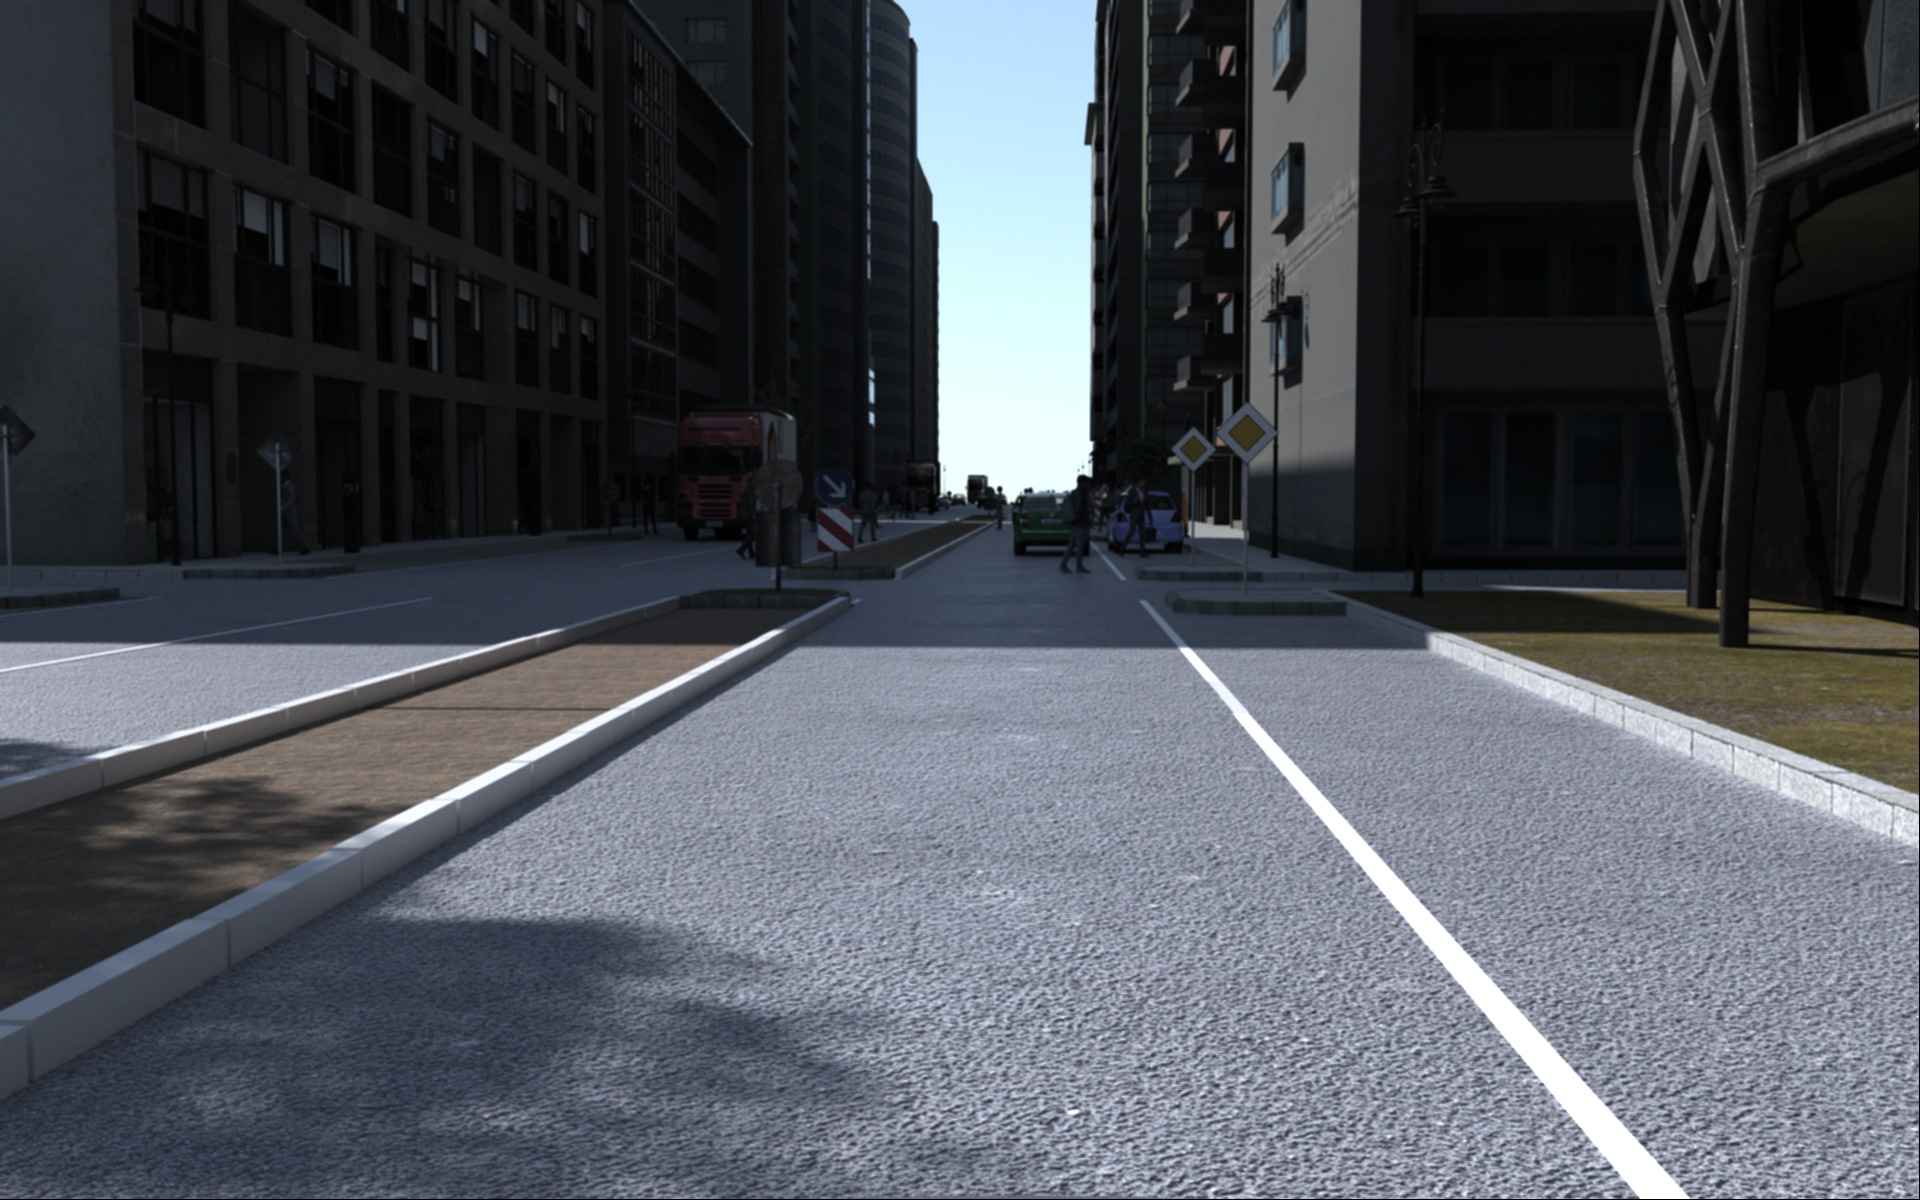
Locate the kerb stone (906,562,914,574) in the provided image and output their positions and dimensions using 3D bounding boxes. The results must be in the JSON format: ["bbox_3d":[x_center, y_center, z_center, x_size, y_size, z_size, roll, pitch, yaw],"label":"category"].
[{"bbox_3d":[-0.963,-0.530,30.854,0.120,0.150,1.000,0,4,3],"label":"kerb stone"}]

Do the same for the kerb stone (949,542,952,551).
[{"bbox_3d":[-0.349,-1.281,43.144,0.120,0.150,1.000,0,4,3],"label":"kerb stone"}]

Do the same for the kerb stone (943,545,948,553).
[{"bbox_3d":[-0.440,-1.155,41.084,0.120,0.150,1.000,0,4,3],"label":"kerb stone"}]

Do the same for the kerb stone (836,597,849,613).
[{"bbox_3d":[-1.469,0.067,21.105,0.120,0.150,1.000,0,4,3],"label":"kerb stone"}]

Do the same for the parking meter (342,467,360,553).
[{"bbox_3d":[-13.235,-1.954,37.655,0.255,1.863,0.399,0,4,-4],"label":"parking meter"}]

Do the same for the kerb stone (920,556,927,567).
[{"bbox_3d":[-0.800,-0.717,33.918,0.120,0.150,1.000,0,4,3],"label":"kerb stone"}]

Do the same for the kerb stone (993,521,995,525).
[{"bbox_3d":[1.339,-3.283,75.879,0.120,0.150,1.000,0,4,3],"label":"kerb stone"}]

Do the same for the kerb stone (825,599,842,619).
[{"bbox_3d":[-1.515,0.129,20.084,0.120,0.150,1.000,0,4,3],"label":"kerb stone"}]

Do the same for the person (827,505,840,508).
[{"bbox_3d":[-4.174,-2.970,57.284,0.478,1.798,0.641,-1,4,-12],"label":"person"}]

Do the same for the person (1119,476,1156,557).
[{"bbox_3d":[4.027,-1.883,39.258,0.622,1.834,0.822,-2,4,-33],"label":"person"}]

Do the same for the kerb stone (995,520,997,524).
[{"bbox_3d":[1.485,-3.472,78.963,0.120,0.150,1.000,0,4,3],"label":"kerb stone"}]

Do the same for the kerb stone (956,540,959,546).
[{"bbox_3d":[-0.189,-1.466,46.213,0.120,0.150,1.000,0,4,3],"label":"kerb stone"}]

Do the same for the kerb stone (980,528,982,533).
[{"bbox_3d":[0.601,-2.401,61.564,0.120,0.150,1.000,0,4,3],"label":"kerb stone"}]

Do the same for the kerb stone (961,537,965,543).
[{"bbox_3d":[-0.024,-1.653,49.282,0.120,0.150,1.000,0,4,3],"label":"kerb stone"}]

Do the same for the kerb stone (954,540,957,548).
[{"bbox_3d":[-0.230,-1.400,45.185,0.120,0.150,1.000,0,4,3],"label":"kerb stone"}]

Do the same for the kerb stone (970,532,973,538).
[{"bbox_3d":[0.235,-1.970,54.408,0.120,0.150,1.000,0,4,3],"label":"kerb stone"}]

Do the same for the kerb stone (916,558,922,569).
[{"bbox_3d":[-0.862,-0.655,32.897,0.120,0.150,1.000,0,4,3],"label":"kerb stone"}]

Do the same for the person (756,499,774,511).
[{"bbox_3d":[-4.613,-1.847,40.508,0.589,1.601,0.330,-3,5,-44],"label":"person"}]

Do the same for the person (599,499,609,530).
[{"bbox_3d":[-12.676,-3.305,61.886,0.330,1.601,0.589,1,4,21],"label":"person"}]

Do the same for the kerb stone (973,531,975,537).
[{"bbox_3d":[0.340,-2.096,56.460,0.120,0.150,1.000,0,4,3],"label":"kerb stone"}]

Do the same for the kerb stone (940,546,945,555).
[{"bbox_3d":[-0.498,-1.090,40.059,0.120,0.150,1.000,0,4,3],"label":"kerb stone"}]

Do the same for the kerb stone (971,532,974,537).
[{"bbox_3d":[0.283,-2.027,55.440,0.120,0.150,1.000,0,4,3],"label":"kerb stone"}]

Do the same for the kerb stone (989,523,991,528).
[{"bbox_3d":[1.076,-2.963,70.765,0.120,0.150,1.000,0,4,3],"label":"kerb stone"}]

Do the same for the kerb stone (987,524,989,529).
[{"bbox_3d":[0.970,-2.844,68.720,0.120,0.150,1.000,0,4,3],"label":"kerb stone"}]

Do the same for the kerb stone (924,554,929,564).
[{"bbox_3d":[-0.761,-0.779,34.939,0.120,0.150,1.000,0,4,3],"label":"kerb stone"}]

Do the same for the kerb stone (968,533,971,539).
[{"bbox_3d":[0.190,-1.907,53.374,0.120,0.150,1.000,0,4,3],"label":"kerb stone"}]

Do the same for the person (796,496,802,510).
[{"bbox_3d":[-7.508,-4.258,78.240,0.709,1.813,0.853,-2,4,-35],"label":"person"}]

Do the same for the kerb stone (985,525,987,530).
[{"bbox_3d":[0.863,-2.720,66.673,0.120,0.150,1.000,0,4,3],"label":"kerb stone"}]

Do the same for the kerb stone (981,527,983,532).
[{"bbox_3d":[0.659,-2.470,62.584,0.120,0.150,1.000,0,4,3],"label":"kerb stone"}]

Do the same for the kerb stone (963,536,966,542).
[{"bbox_3d":[0.015,-1.719,50.303,0.120,0.150,1.000,0,4,3],"label":"kerb stone"}]

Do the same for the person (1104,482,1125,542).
[{"bbox_3d":[4.619,-2.558,50.594,0.850,1.792,0.678,-1,4,-15],"label":"person"}]

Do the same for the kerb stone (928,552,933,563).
[{"bbox_3d":[-0.700,-0.842,35.962,0.120,0.150,1.000,0,4,3],"label":"kerb stone"}]

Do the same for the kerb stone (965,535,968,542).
[{"bbox_3d":[0.077,-1.782,51.323,0.120,0.150,1.000,0,4,3],"label":"kerb stone"}]

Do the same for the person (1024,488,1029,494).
[{"bbox_3d":[3.334,-4.911,89.626,0.643,1.720,0.563,0,4,6],"label":"person"}]

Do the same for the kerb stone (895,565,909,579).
[{"bbox_3d":[-1.014,-0.465,29.827,0.120,0.150,1.000,0,4,3],"label":"kerb stone"}]

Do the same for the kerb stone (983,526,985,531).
[{"bbox_3d":[0.753,-2.594,64.626,0.120,0.150,1.000,0,4,3],"label":"kerb stone"}]

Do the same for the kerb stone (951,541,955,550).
[{"bbox_3d":[-0.272,-1.344,44.163,0.120,0.150,1.000,0,4,3],"label":"kerb stone"}]

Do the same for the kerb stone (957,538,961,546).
[{"bbox_3d":[-0.134,-1.532,47.237,0.120,0.150,1.000,0,4,3],"label":"kerb stone"}]

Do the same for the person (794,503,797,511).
[{"bbox_3d":[-6.110,-3.204,63.487,0.523,1.515,0.503,-3,5,-41],"label":"person"}]

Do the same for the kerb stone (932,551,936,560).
[{"bbox_3d":[-0.652,-0.905,36.984,0.120,0.150,1.000,0,4,3],"label":"kerb stone"}]

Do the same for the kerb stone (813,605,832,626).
[{"bbox_3d":[-1.562,0.192,19.054,0.120,0.150,1.000,0,4,3],"label":"kerb stone"}]

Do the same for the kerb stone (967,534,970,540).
[{"bbox_3d":[0.139,-1.844,52.344,0.120,0.150,1.000,0,4,3],"label":"kerb stone"}]

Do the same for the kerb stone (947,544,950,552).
[{"bbox_3d":[-0.393,-1.215,42.105,0.120,0.150,1.000,0,4,3],"label":"kerb stone"}]

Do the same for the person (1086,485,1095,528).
[{"bbox_3d":[5.565,-3.980,73.577,0.388,1.821,0.555,-2,4,-32],"label":"person"}]

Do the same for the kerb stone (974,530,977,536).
[{"bbox_3d":[0.392,-2.158,57.481,0.120,0.150,1.000,0,4,3],"label":"kerb stone"}]

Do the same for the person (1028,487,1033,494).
[{"bbox_3d":[3.924,-5.229,94.180,0.537,1.800,0.526,-2,4,-25],"label":"person"}]

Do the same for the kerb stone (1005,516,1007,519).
[{"bbox_3d":[2.693,-4.913,102.523,0.120,0.150,1.000,0,4,3],"label":"kerb stone"}]

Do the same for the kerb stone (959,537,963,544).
[{"bbox_3d":[-0.073,-1.594,48.257,0.120,0.150,1.000,0,4,3],"label":"kerb stone"}]

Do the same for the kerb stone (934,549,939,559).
[{"bbox_3d":[-0.602,-0.967,38.017,0.120,0.150,1.000,0,4,3],"label":"kerb stone"}]

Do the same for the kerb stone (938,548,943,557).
[{"bbox_3d":[-0.539,-1.029,39.037,0.120,0.150,1.000,0,4,3],"label":"kerb stone"}]

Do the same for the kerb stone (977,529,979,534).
[{"bbox_3d":[0.498,-2.280,59.522,0.120,0.150,1.000,0,4,3],"label":"kerb stone"}]

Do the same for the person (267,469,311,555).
[{"bbox_3d":[-13.991,-1.821,36.096,0.850,1.792,0.678,-3,4,-36],"label":"person"}]

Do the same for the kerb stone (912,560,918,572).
[{"bbox_3d":[-0.908,-0.592,31.876,0.120,0.150,1.000,0,4,3],"label":"kerb stone"}]
